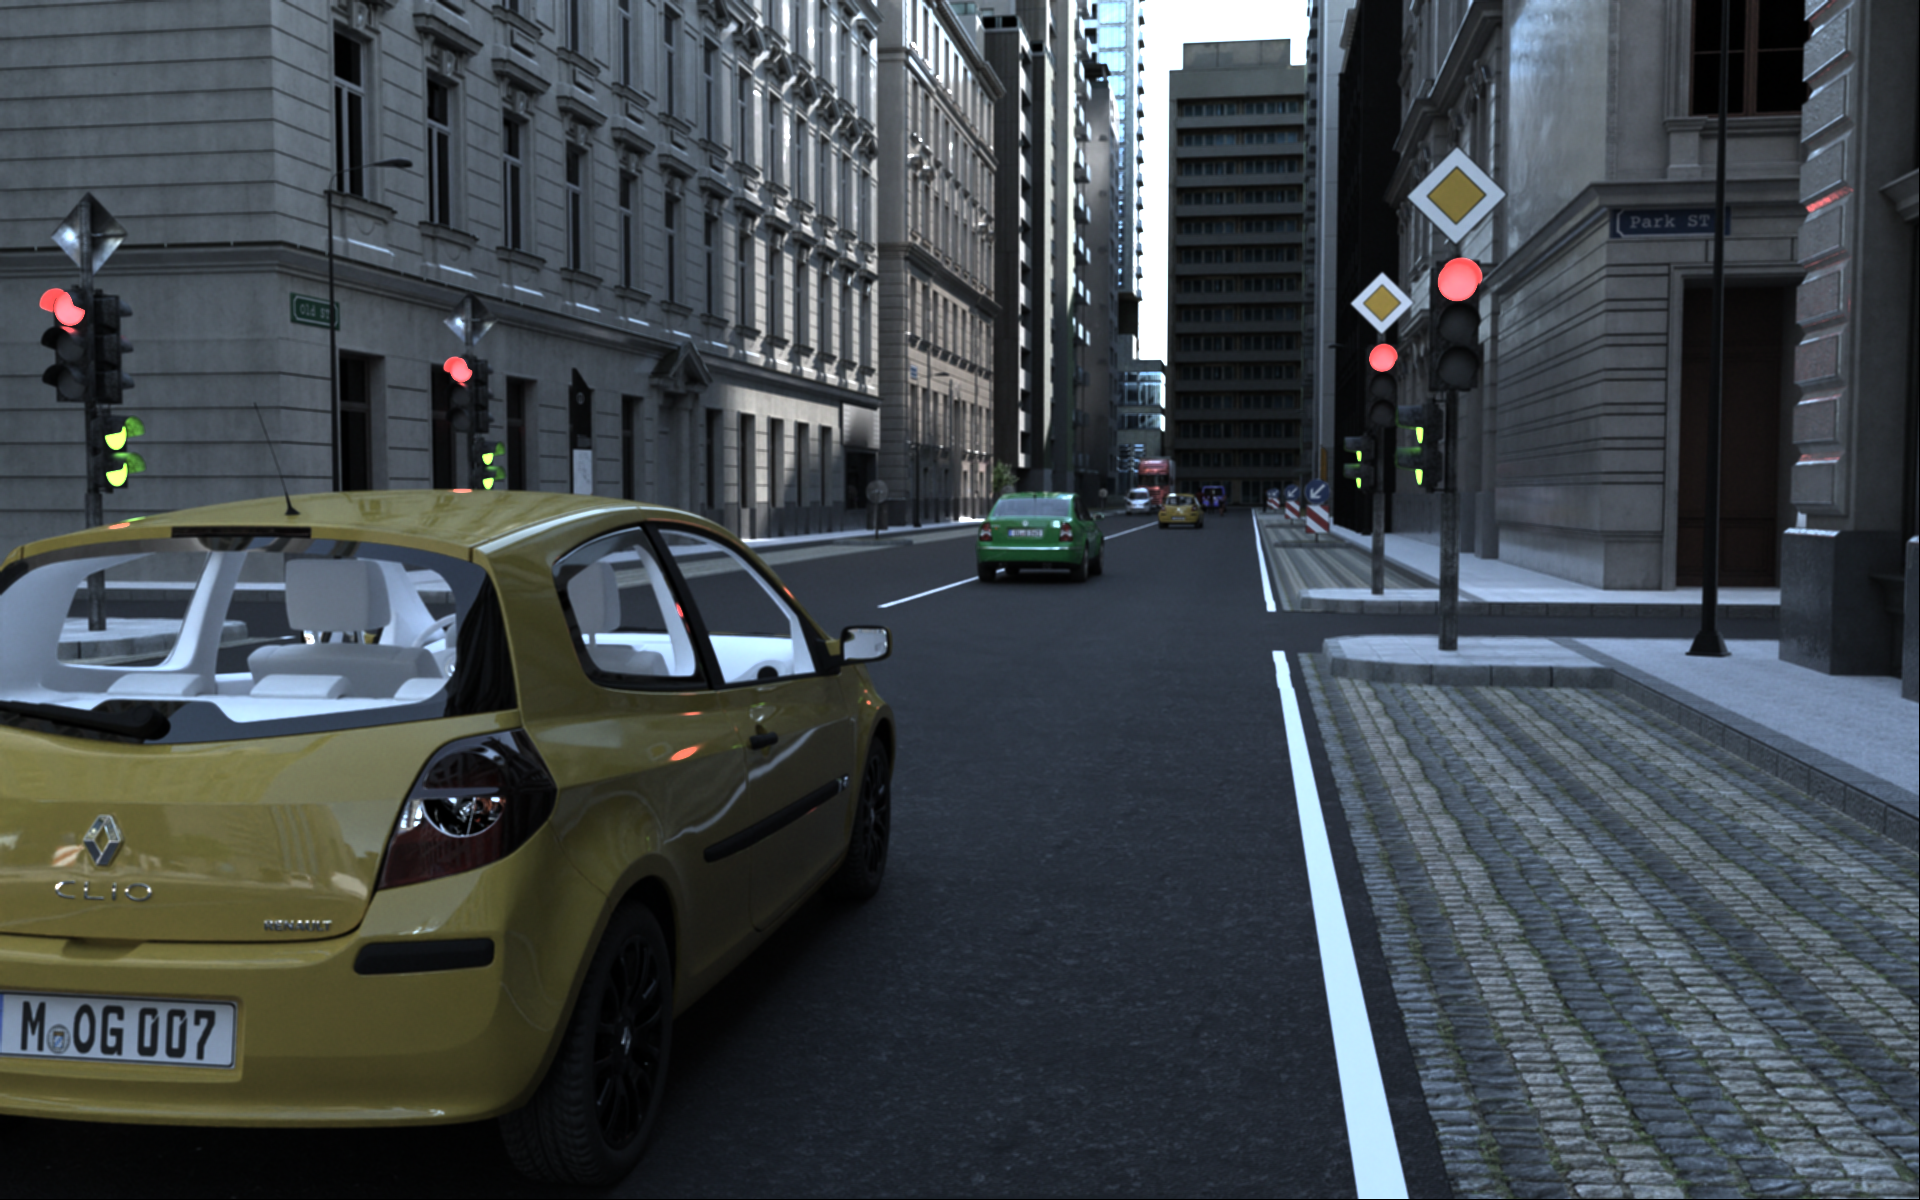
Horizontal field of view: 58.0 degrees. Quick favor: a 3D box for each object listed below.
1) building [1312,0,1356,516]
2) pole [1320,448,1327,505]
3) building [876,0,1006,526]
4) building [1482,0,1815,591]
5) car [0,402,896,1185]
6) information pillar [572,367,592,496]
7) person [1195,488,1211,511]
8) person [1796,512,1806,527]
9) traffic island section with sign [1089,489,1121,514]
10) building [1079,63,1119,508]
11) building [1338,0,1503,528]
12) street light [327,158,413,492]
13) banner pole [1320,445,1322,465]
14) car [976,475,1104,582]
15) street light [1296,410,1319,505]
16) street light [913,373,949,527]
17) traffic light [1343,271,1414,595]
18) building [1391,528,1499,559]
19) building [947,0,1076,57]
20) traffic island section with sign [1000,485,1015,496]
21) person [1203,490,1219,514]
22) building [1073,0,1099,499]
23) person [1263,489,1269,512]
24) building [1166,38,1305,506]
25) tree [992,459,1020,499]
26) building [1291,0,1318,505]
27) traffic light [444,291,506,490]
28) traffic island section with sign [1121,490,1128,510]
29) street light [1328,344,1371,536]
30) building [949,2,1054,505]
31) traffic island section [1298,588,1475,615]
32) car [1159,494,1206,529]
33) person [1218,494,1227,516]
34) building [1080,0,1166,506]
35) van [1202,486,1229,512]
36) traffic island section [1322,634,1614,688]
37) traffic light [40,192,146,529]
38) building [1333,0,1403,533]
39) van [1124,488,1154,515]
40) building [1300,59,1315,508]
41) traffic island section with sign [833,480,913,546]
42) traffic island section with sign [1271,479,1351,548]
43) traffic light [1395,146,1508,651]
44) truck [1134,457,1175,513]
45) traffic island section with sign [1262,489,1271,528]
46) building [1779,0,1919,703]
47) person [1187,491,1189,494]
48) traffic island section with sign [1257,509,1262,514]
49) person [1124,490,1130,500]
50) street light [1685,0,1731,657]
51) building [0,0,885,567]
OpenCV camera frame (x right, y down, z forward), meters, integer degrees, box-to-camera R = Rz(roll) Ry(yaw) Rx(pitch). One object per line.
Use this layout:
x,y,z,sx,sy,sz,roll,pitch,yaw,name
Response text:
33.413,-34.737,109.954,21.231,58.520,28.212,1,4,9,building
16.064,-5.073,76.794,0.158,3.312,0.155,0,3,0,pole
-5.729,-17.337,80.717,12.463,27.353,25.104,1,4,9,building
18.999,-11.592,25.679,21.152,22.565,11.583,1,4,9,building
-1.297,0.312,5.117,2.015,1.641,3.980,1,4,9,car
-7.054,-2.506,32.333,0.183,3.616,0.504,2,4,23,information pillar
14.498,-5.885,104.683,1.348,1.831,0.705,1,4,21,person
9.597,-0.508,19.408,0.503,1.515,0.523,2,4,28,person
10.338,-7.095,124.627,1.989,1.847,2.006,1,4,9,traffic island section with sign
8.135,-29.632,168.083,14.086,41.232,14.154,1,4,9,building
25.407,-18.028,82.154,14.401,28.519,23.554,1,4,9,building
-8.246,-3.158,24.170,1.470,5.913,1.316,1,4,9,street light
18.386,-5.989,87.936,0.401,3.779,0.863,2,4,28,banner pole
1.434,-1.277,29.674,1.959,1.807,4.718,1,4,10,car
19.273,-7.545,95.896,1.470,5.913,1.316,1,4,9,street light
-1.108,-5.748,66.517,1.470,5.913,1.316,1,4,9,street light
5.321,-2.025,22.034,0.839,4.253,0.868,1,4,9,traffic light
18.280,-15.653,43.312,14.401,28.519,23.554,1,4,9,building
0.297,-26.694,120.039,14.154,41.232,14.086,1,4,9,building
2.071,-4.076,75.274,1.989,1.847,2.006,1,4,9,traffic island section with sign
17.802,-6.944,122.559,1.217,1.766,0.721,0,4,-2,person
-1.085,-31.989,142.636,23.786,49.044,30.456,1,4,9,building
22.591,-7.318,128.166,0.705,1.821,1.348,0,4,-5,person
33.595,-34.553,188.649,21.600,48.544,21.300,1,4,9,building
2.220,-6.255,96.870,1.663,3.219,1.824,0,3,0,tree
39.110,-31.770,139.047,23.786,49.044,30.456,1,4,9,building
-6.775,-2.148,24.035,0.839,4.253,0.868,1,4,9,traffic light
14.902,-8.758,151.827,1.989,1.847,2.006,1,4,9,traffic island section with sign
12.091,-4.964,53.709,1.470,5.913,1.316,1,4,9,street light
-2.036,-20.476,106.491,14.160,30.474,14.107,1,4,9,building
5.359,0.009,22.141,2.009,0.180,2.903,1,4,9,traffic island section
9.370,-3.854,73.238,2.015,1.641,3.980,1,4,11,car
17.230,-6.223,113.486,0.421,1.427,0.697,-2,4,-26,person
7.432,-53.793,192.179,31.000,86.520,22.319,1,4,9,building
20.320,-8.195,138.373,2.240,2.365,5.245,1,4,10,van
4.041,0.490,14.265,2.009,0.180,2.903,1,4,9,traffic island section
-8.094,-1.666,16.159,0.839,4.253,0.868,1,4,9,traffic light
20.394,-14.273,63.047,12.332,23.373,15.834,1,4,9,building
12.141,-6.760,117.531,2.013,2.044,4.112,0,4,8,van
39.171,-29.275,162.239,14.154,41.232,14.086,1,4,9,building
-2.385,-2.445,48.606,1.989,1.847,2.006,1,4,9,traffic island section with sign
9.433,-2.310,46.402,1.989,1.847,2.006,1,4,9,traffic island section with sign
4.003,-1.544,14.158,0.839,4.253,0.868,1,4,9,traffic light
15.001,-8.770,132.307,2.839,4.237,11.283,1,4,9,truck
13.911,-3.947,73.162,1.989,1.847,2.006,1,4,9,traffic island section with sign
9.550,-10.640,2.842,11.050,23.489,19.941,1,4,9,building
23.088,-10.223,176.184,0.617,1.759,0.750,-2,4,-31,person
22.172,-6.965,122.503,1.989,1.847,2.006,1,4,9,traffic island section with sign
13.398,-7.893,138.255,0.721,1.736,1.217,3,4,37,person
5.434,-2.519,13.722,1.470,5.913,1.316,1,4,9,street light
-13.992,-16.518,46.480,17.030,29.872,44.131,1,4,9,building
